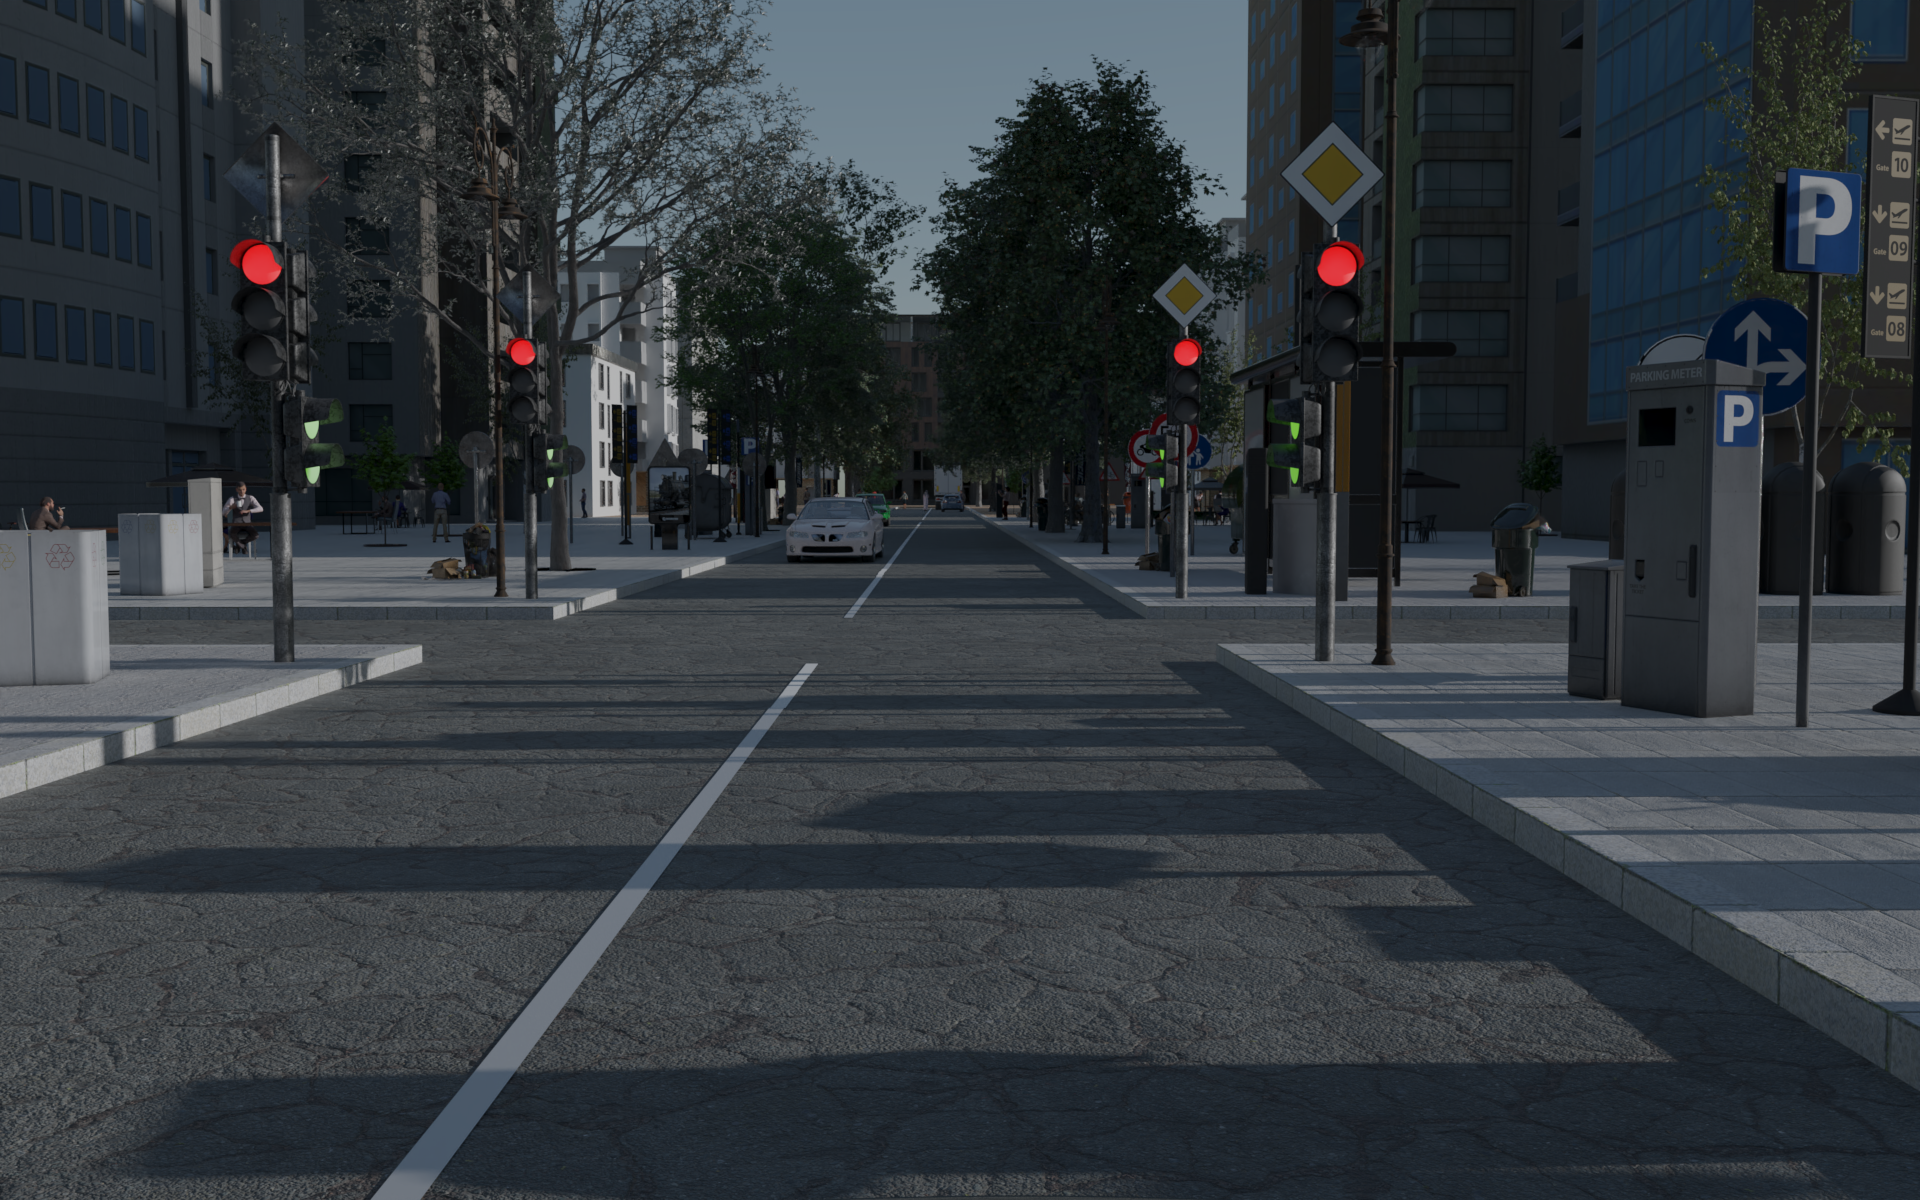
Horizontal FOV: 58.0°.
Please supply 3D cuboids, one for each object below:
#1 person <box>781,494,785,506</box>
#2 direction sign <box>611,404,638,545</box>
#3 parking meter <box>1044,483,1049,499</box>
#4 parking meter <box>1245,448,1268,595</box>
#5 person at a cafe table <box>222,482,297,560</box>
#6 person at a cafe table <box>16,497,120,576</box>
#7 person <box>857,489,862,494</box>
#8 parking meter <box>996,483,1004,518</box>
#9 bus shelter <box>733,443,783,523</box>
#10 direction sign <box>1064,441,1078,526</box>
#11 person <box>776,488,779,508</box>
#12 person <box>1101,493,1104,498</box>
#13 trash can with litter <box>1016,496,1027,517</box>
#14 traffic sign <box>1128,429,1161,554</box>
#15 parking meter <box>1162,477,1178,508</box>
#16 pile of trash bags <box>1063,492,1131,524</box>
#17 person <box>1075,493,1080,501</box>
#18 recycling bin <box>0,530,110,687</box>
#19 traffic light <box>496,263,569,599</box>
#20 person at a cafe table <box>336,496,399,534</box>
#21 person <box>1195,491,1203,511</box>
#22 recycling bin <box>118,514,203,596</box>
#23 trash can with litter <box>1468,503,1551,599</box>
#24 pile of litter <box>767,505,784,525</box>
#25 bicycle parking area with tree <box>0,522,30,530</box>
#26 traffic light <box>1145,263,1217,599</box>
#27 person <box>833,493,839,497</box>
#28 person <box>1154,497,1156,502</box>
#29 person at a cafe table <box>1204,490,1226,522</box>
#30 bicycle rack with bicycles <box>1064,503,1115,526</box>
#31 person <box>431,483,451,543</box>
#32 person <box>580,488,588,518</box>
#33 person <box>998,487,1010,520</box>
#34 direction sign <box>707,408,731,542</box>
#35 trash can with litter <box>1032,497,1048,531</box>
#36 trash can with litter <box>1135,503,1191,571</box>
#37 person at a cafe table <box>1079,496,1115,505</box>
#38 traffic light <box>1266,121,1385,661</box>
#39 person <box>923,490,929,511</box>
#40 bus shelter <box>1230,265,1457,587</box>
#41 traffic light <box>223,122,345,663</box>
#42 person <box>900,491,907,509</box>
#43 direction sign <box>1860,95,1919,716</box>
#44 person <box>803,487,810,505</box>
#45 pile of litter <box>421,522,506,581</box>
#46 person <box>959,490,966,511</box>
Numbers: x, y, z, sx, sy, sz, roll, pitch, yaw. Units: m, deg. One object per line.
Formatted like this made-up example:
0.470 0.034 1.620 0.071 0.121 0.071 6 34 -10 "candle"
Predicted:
-15.302 -8.683 151.201 0.799 1.438 0.628 1 4 20 "person"
-8.496 -3.177 43.946 0.379 3.537 0.876 2 4 34 "direction sign"
4.577 -5.146 89.841 0.255 1.863 0.399 -3 5 -42 "parking meter"
3.802 -1.010 22.218 0.255 1.863 0.399 0 4 4 "parking meter"
-13.937 -1.540 33.690 1.698 1.524 1.622 -2 4 -30 "person at a cafe table"
-13.971 -1.017 27.493 1.726 1.238 1.698 -3 4 -38 "person at a cafe table"
-8.547 -8.688 148.778 0.721 1.739 1.217 3 5 41 "person"
2.162 -5.395 93.913 0.399 1.863 0.255 0 4 -1 "parking meter"
-9.396 -5.490 81.037 1.731 3.624 6.357 0 4 0 "bus shelter"
4.527 -4.690 68.681 0.876 3.537 0.379 -2 4 -26 "direction sign"
-17.157 -9.516 161.492 0.599 1.838 0.709 -1 4 -20 "person"
10.986 -8.116 138.745 1.348 1.824 0.705 -2 4 -23 "person"
3.360 -5.101 94.782 0.624 1.170 1.055 -2 4 -26 "trash can with litter"
3.674 -2.069 33.938 0.768 2.556 0.104 1 4 8 "traffic sign"
4.734 -2.020 38.730 0.399 1.863 0.255 2 4 34 "parking meter"
5.926 -3.980 74.828 3.447 1.369 1.912 -1 4 -8 "pile of trash bags"
5.824 -4.684 86.533 0.435 1.345 0.340 3 4 38 "person"
-6.298 0.041 11.889 0.722 1.027 0.722 -1 4 -17 "recycling bin"
-5.232 -1.969 21.113 0.839 4.253 0.868 0 4 -1 "traffic light"
-18.944 -2.740 55.657 1.726 1.238 1.698 0 4 -6 "person at a cafe table"
13.892 -5.615 101.039 0.799 1.438 0.628 2 4 30 "person"
-10.230 -0.589 22.176 0.722 1.027 0.722 1 4 18 "recycling bin"
6.834 -0.623 21.570 1.055 1.170 0.624 -3 5 -43 "trash can with litter"
-7.649 -3.565 72.253 1.176 0.858 1.719 1 4 11 "pile of litter"
-20.241 -2.587 29.306 9.016 4.147 8.231 1 4 16 "bicycle parking area with tree"
2.709 -1.975 21.210 0.839 4.253 0.868 0 4 -1 "traffic light"
-11.649 -9.412 163.118 0.628 1.438 0.799 1 4 17 "person"
12.810 -6.555 116.446 0.599 1.433 0.991 -3 5 -40 "person"
12.178 -4.387 80.236 1.698 1.524 1.622 2 4 25 "person at a cafe table"
5.043 -3.549 71.402 2.925 0.926 2.852 0 4 -1 "bicycle rack with bicycles"
-13.756 -2.309 45.865 0.516 1.574 0.319 0 4 5 "person"
-20.068 -5.153 92.249 0.435 1.587 0.963 -1 4 -22 "person"
2.186 -4.781 85.669 0.517 1.644 0.566 -3 4 -39 "person"
-6.402 -3.309 46.102 0.379 3.537 0.876 2 4 35 "direction sign"
3.039 -2.993 60.319 0.624 1.170 1.055 3 4 36 "trash can with litter"
3.340 -1.071 28.902 0.624 1.170 1.055 -3 4 -39 "trash can with litter"
7.406 -5.199 95.865 1.726 1.238 1.698 2 4 32 "person at a cafe table"
2.790 -1.486 13.225 0.839 4.253 0.868 0 4 -1 "traffic light"
-2.826 -8.291 144.725 0.551 1.740 0.621 1 4 20 "person"
5.718 -3.086 28.094 2.179 5.291 8.768 0 4 -1 "bus shelter"
-5.151 -1.481 13.129 0.839 4.253 0.868 0 4 -1 "traffic light"
-5.424 -9.658 167.198 0.721 1.735 1.217 -3 4 -36 "person"
5.574 -1.105 10.070 0.876 3.537 0.379 -1 4 -20 "direction sign"
-11.049 -7.202 124.326 0.617 1.759 0.750 -1 4 -21 "person"
-7.656 -0.771 26.573 1.176 0.858 1.719 2 4 27 "pile of litter"
0.021 -8.163 142.489 0.750 1.759 0.617 -3 5 -39 "person"
